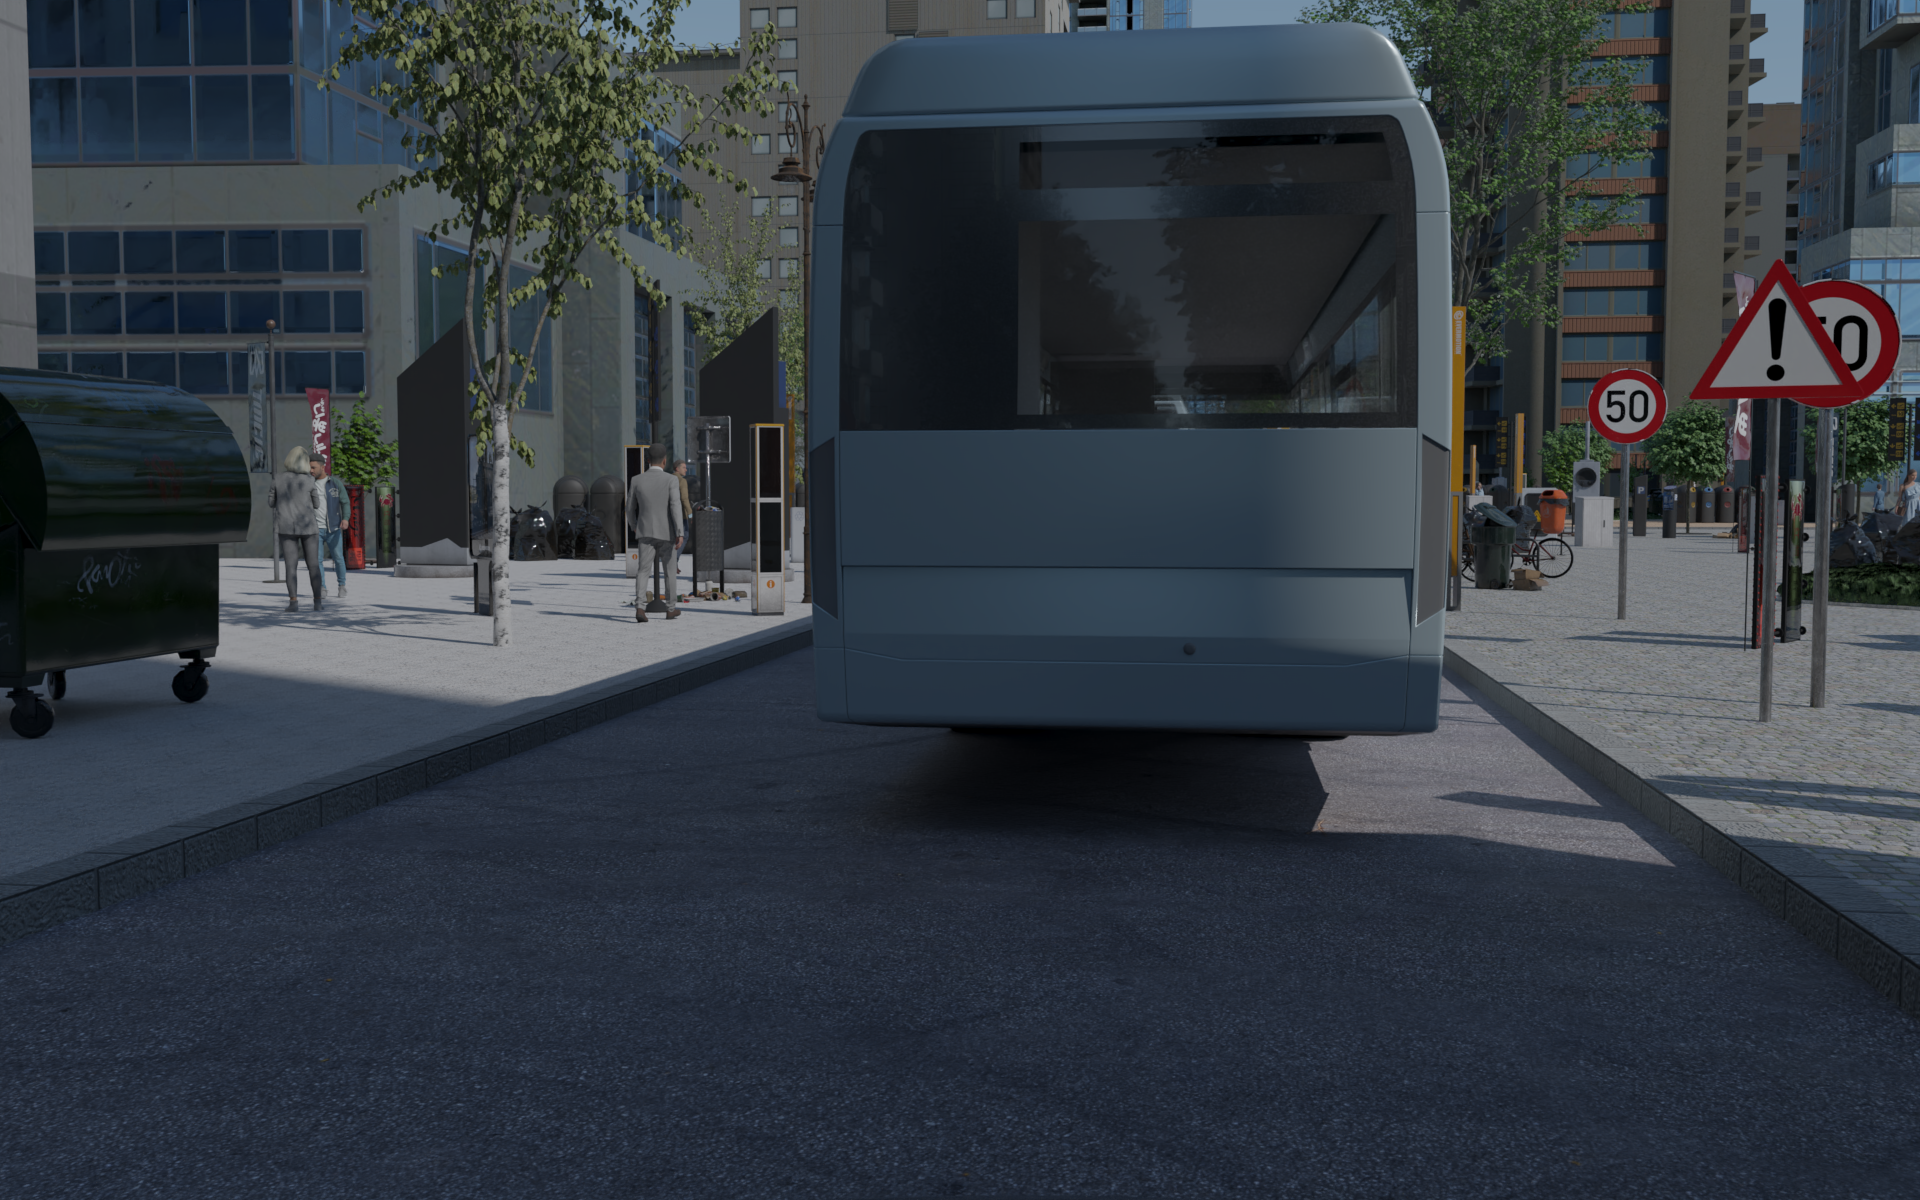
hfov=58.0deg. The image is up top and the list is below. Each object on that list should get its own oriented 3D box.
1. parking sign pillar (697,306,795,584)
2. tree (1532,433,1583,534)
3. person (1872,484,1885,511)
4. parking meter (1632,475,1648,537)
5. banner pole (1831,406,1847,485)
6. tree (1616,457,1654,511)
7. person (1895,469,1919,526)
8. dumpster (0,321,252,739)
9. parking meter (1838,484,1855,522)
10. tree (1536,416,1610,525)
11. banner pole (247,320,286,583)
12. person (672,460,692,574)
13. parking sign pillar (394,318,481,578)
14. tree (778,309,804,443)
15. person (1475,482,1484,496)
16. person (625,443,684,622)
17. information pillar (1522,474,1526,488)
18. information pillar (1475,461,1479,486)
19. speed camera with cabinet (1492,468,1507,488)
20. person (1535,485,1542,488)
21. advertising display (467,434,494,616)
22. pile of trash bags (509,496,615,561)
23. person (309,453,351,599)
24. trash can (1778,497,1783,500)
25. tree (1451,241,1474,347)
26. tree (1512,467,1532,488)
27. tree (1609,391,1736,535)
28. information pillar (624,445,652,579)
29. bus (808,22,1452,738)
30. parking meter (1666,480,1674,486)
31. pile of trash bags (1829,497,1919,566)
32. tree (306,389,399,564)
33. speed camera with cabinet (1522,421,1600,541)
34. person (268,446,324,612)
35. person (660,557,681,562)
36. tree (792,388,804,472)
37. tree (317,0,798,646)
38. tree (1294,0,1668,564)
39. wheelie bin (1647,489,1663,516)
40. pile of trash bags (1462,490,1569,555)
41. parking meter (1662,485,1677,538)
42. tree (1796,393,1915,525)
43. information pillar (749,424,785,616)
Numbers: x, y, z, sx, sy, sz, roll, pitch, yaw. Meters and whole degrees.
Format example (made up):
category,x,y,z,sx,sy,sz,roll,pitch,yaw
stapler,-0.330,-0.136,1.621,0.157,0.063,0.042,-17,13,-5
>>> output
category,x,y,z,sx,sy,sz,roll,pitch,yaw
parking sign pillar,-3.167,-2.260,25.421,1.447,3.967,1.447,2,4,26
tree,19.455,-3.713,55.315,1.663,3.219,1.824,0,3,0
person,34.839,-3.491,65.599,0.581,1.822,0.654,-1,4,-10
parking meter,20.560,-2.856,52.413,0.399,1.863,0.255,1,4,11
banner pole,23.643,-3.473,46.806,0.863,3.779,0.401,0,4,2
tree,34.738,-5.816,89.689,1.663,3.219,1.824,0,3,0
person,20.057,-1.865,36.629,0.616,1.811,0.778,1,4,10
dumpster,-5.245,-0.450,9.857,1.502,2.255,1.985,1,4,9
parking meter,21.533,-2.061,42.108,0.372,1.533,0.369,0,3,0
tree,26.007,-5.473,73.191,4.285,4.588,4.351,0,3,0
banner pole,-10.082,-2.147,25.122,0.863,3.779,0.401,3,4,37
person,-4.562,-1.346,27.957,0.656,1.842,0.836,0,4,5
parking sign pillar,-8.091,-2.354,26.955,1.447,3.967,1.447,1,4,23
tree,-6.749,-10.054,90.133,9.928,11.665,9.643,0,3,0
person,22.223,-4.149,74.146,0.793,1.790,0.793,1,4,9
person,-3.077,-0.683,17.483,0.678,1.792,0.850,1,4,9
information pillar,20.006,-3.511,61.893,0.304,2.012,0.304,-3,4,-36
information pillar,33.299,-7.369,111.845,0.504,3.616,0.183,-2,4,-34
speed camera with cabinet,30.128,-6.129,94.540,2.038,3.252,0.660,0,4,2
person,21.914,-3.486,65.850,0.532,1.782,0.716,3,4,36
advertising display,-4.993,-0.801,18.308,0.123,1.923,0.974,-2,4,-33
pile of trash bags,-7.304,-1.496,34.218,3.447,1.369,1.912,-1,4,-18
person,-7.805,-0.909,21.245,0.623,1.781,0.721,-1,4,-21
trash can,38.328,-4.276,81.564,0.748,1.137,0.748,0,3,0
tree,9.259,-5.413,38.859,4.360,8.622,3.978,0,3,0
tree,36.594,-7.219,112.636,1.663,3.219,1.824,0,3,0
tree,23.392,-4.380,55.324,4.285,4.588,4.351,0,3,0
information pillar,-4.874,-1.330,26.232,0.304,2.012,0.304,1,4,13
bus,1.565,-1.138,13.459,2.948,3.499,13.247,0,4,8
parking meter,23.796,-3.198,57.991,0.255,1.863,0.399,2,4,31
pile of trash bags,13.830,-0.910,24.628,3.447,1.369,1.912,-2,4,-30
tree,-11.016,-2.300,32.203,1.663,3.219,1.824,0,3,0
speed camera with cabinet,16.344,-3.234,47.209,2.038,3.252,0.660,1,4,21
person,-7.279,-0.779,18.968,0.537,1.800,0.526,-1,4,-12
person,-5.435,-1.508,32.514,0.330,1.601,0.589,-2,4,-32
tree,-12.263,-10.647,124.436,4.360,8.622,3.978,0,3,0
tree,-3.678,-3.925,14.533,4.737,8.622,4.395,0,3,0
tree,8.924,-6.480,31.711,9.928,11.665,9.643,0,3,0
wheelie bin,40.129,-5.621,99.809,0.980,1.594,0.693,0,4,0
pile of trash bags,11.757,-1.692,37.425,1.912,1.369,3.447,-2,4,-27
parking meter,20.591,-2.559,50.248,0.372,1.533,0.369,0,3,0
tree,25.642,-4.026,49.538,4.285,4.588,4.351,0,3,0
information pillar,-2.037,-0.845,18.302,0.304,2.012,0.304,-1,4,-19
